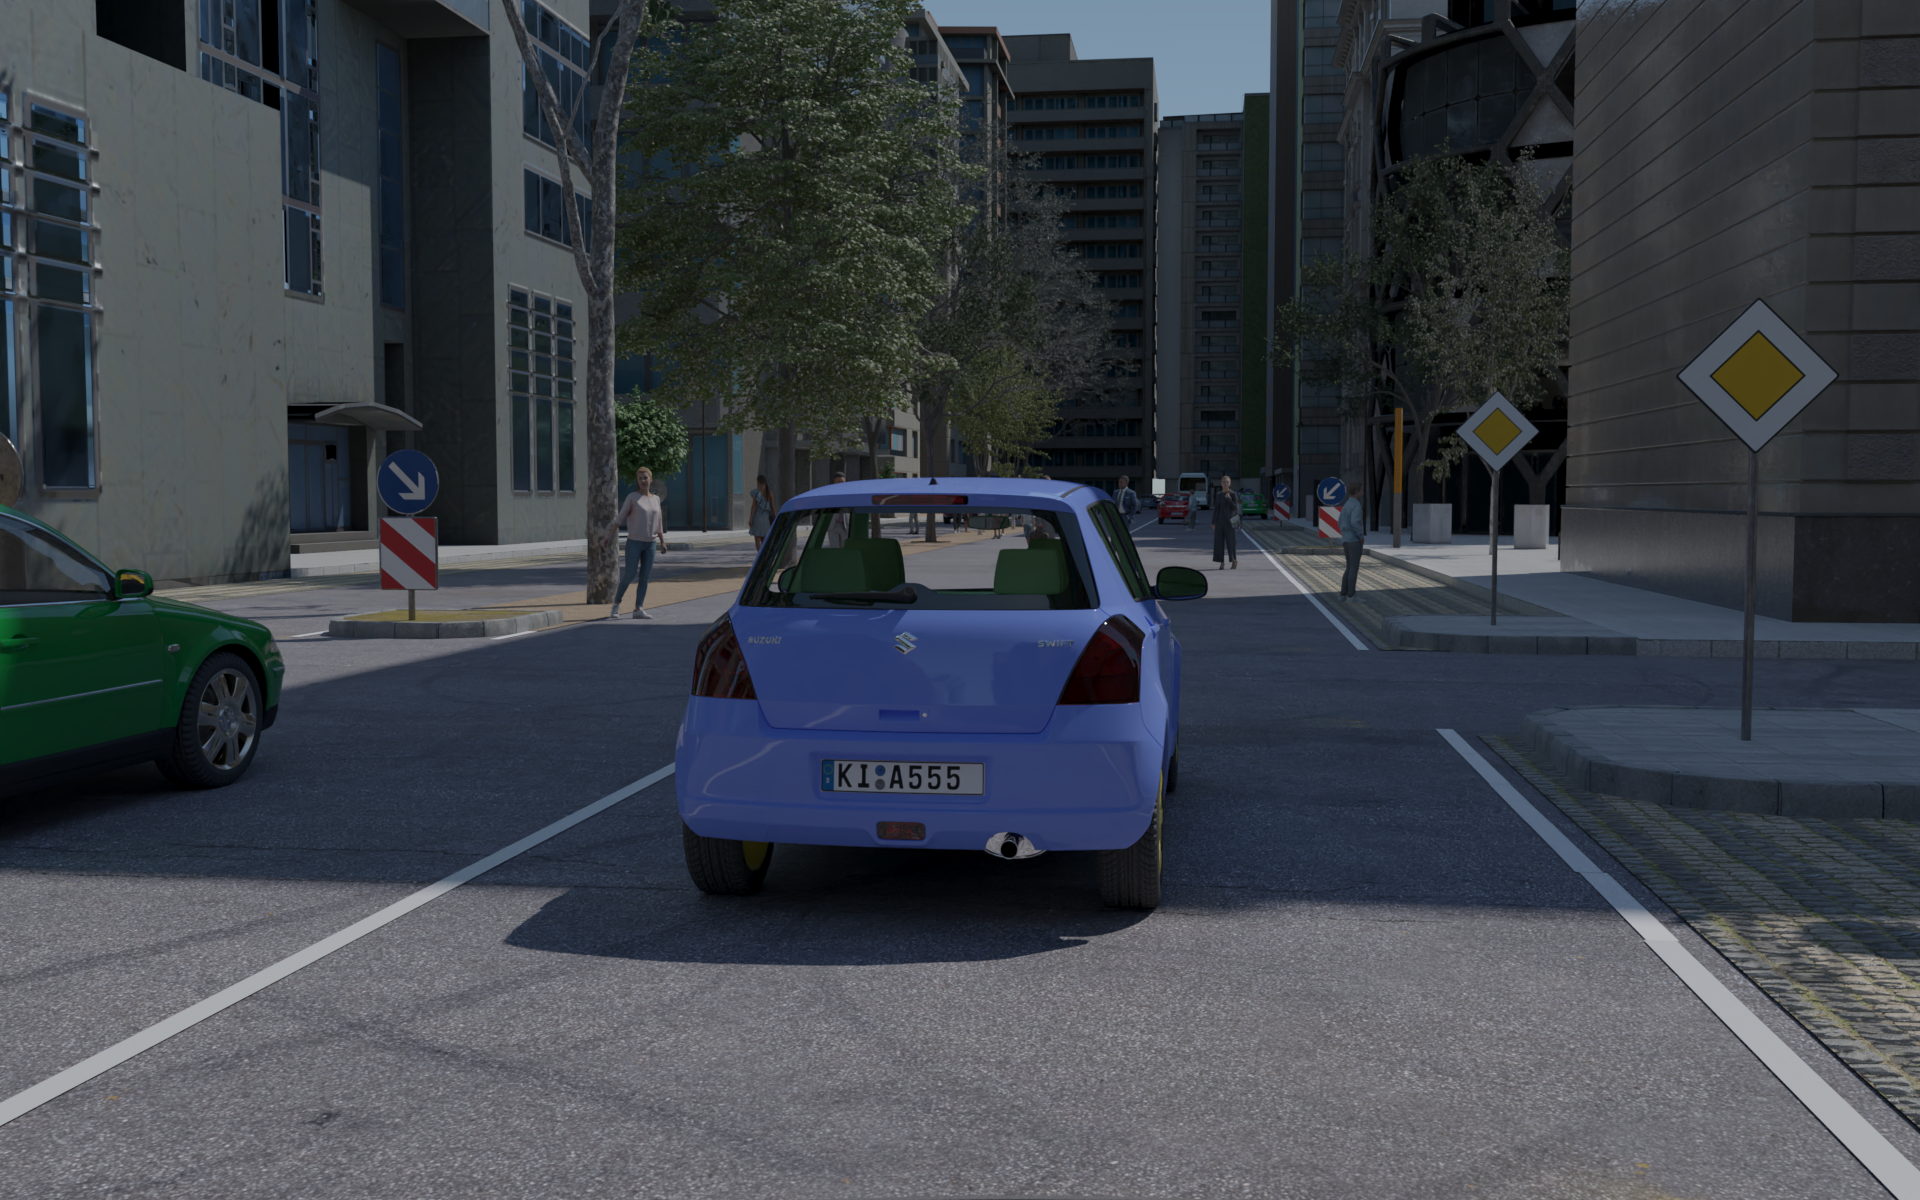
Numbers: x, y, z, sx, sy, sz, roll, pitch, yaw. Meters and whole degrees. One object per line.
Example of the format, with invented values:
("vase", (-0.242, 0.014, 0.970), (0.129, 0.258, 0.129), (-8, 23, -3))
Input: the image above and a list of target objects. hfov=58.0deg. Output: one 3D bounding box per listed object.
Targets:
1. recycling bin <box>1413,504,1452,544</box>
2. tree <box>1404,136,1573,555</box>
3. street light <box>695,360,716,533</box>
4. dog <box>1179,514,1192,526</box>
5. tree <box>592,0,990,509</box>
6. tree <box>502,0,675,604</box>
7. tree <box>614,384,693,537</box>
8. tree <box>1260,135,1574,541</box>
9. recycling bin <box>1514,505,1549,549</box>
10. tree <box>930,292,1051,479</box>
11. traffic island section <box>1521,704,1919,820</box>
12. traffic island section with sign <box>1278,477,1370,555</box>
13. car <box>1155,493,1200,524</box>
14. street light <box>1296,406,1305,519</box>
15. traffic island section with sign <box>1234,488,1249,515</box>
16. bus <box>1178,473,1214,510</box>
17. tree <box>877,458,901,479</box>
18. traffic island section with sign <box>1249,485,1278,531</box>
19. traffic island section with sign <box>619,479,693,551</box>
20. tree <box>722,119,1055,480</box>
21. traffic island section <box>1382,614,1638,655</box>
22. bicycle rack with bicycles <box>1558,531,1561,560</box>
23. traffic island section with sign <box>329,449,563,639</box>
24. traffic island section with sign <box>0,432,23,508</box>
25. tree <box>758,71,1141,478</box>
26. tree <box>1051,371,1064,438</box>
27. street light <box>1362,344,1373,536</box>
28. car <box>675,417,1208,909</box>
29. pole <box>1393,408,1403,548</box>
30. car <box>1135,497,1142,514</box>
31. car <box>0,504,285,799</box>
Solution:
("recycling bin", (12.257, -1.983, 44.968), (0.722, 1.027, 0.722), (-2, 4, -25))
("tree", (11.322, -5.273, 36.570), (4.360, 8.622, 3.978), (0, 3, 0))
("street light", (-8.499, -5.178, 57.443), (0.468, 5.910, 1.993), (0, 4, 8))
("dog", (10.252, -3.775, 78.564), (0.800, 0.831, 0.513), (1, 4, 17))
("tree", (-3.343, -6.880, 33.076), (7.486, 12.596, 7.792), (0, 3, 0))
("tree", (-5.722, -10.066, 22.926), (12.611, 20.169, 13.585), (0, 3, 0))
("tree", (-9.634, -4.166, 51.834), (4.285, 4.588, 4.351), (0, 3, 0))
("tree", (12.227, -6.829, 46.062), (8.767, 10.594, 7.601), (0, 4, 7))
("recycling bin", (13.403, -1.716, 40.612), (0.722, 1.027, 0.722), (2, 4, 24))
("tree", (0.864, -6.832, 64.524), (4.737, 8.622, 4.395), (0, 3, 0))
("traffic island section", (4.117, 0.810, 9.036), (2.009, 0.180, 2.903), (0, 4, 8))
("traffic island section with sign", (8.708, -2.002, 41.368), (1.989, 1.847, 2.006), (0, 4, 8))
("car", (10.478, -4.556, 83.527), (2.155, 1.783, 4.494), (0, 4, 8))
("street light", (17.772, -7.206, 90.600), (0.468, 5.910, 1.993), (0, 4, 8))
("traffic island section with sign", (19.562, -6.691, 118.029), (1.989, 1.847, 2.006), (0, 4, 8))
("bus", (21.604, -10.028, 158.810), (2.948, 3.499, 13.247), (1, 4, 10))
("tree", (-3.856, -5.940, 91.726), (1.663, 3.219, 1.824), (0, 3, 0))
("traffic island section with sign", (12.494, -3.635, 68.057), (1.989, 1.847, 2.006), (0, 4, 8))
("traffic island section with sign", (-7.981, -2.197, 44.552), (1.989, 1.847, 2.006), (0, 4, 8))
("tree", (-1.877, -6.347, 40.635), (8.767, 10.594, 7.601), (0, 4, 8))
("traffic island section", (5.237, 0.326, 16.943), (2.009, 0.180, 2.903), (0, 4, 8))
("bicycle rack with bicycles", (12.818, -1.226, 33.428), (2.852, 0.926, 2.925), (-2, 4, -34))
("traffic island section with sign", (-5.480, -0.610, 18.112), (2.006, 1.907, 1.989), (0, 4, 8))
("traffic island section with sign", (-6.528, -0.162, 10.779), (2.006, 1.907, 1.989), (0, 4, 8))
("tree", (-0.847, -8.413, 50.385), (12.009, 13.543, 11.850), (0, 3, 0))
("tree", (2.152, -7.119, 69.218), (4.737, 8.622, 4.395), (0, 3, 0))
("street light", (12.479, -4.923, 53.285), (0.468, 5.910, 1.993), (0, 4, 8))
("car", (0.074, 0.135, 7.378), (1.945, 1.707, 3.694), (1, 4, 8))
("pole", (10.410, -2.895, 41.168), (0.158, 3.312, 0.155), (0, 3, 0))
("car", (12.191, -6.966, 126.249), (2.083, 1.381, 4.827), (1, 4, 9))
("car", (-4.652, 0.097, 7.218), (1.959, 1.807, 4.718), (1, 4, 9))
